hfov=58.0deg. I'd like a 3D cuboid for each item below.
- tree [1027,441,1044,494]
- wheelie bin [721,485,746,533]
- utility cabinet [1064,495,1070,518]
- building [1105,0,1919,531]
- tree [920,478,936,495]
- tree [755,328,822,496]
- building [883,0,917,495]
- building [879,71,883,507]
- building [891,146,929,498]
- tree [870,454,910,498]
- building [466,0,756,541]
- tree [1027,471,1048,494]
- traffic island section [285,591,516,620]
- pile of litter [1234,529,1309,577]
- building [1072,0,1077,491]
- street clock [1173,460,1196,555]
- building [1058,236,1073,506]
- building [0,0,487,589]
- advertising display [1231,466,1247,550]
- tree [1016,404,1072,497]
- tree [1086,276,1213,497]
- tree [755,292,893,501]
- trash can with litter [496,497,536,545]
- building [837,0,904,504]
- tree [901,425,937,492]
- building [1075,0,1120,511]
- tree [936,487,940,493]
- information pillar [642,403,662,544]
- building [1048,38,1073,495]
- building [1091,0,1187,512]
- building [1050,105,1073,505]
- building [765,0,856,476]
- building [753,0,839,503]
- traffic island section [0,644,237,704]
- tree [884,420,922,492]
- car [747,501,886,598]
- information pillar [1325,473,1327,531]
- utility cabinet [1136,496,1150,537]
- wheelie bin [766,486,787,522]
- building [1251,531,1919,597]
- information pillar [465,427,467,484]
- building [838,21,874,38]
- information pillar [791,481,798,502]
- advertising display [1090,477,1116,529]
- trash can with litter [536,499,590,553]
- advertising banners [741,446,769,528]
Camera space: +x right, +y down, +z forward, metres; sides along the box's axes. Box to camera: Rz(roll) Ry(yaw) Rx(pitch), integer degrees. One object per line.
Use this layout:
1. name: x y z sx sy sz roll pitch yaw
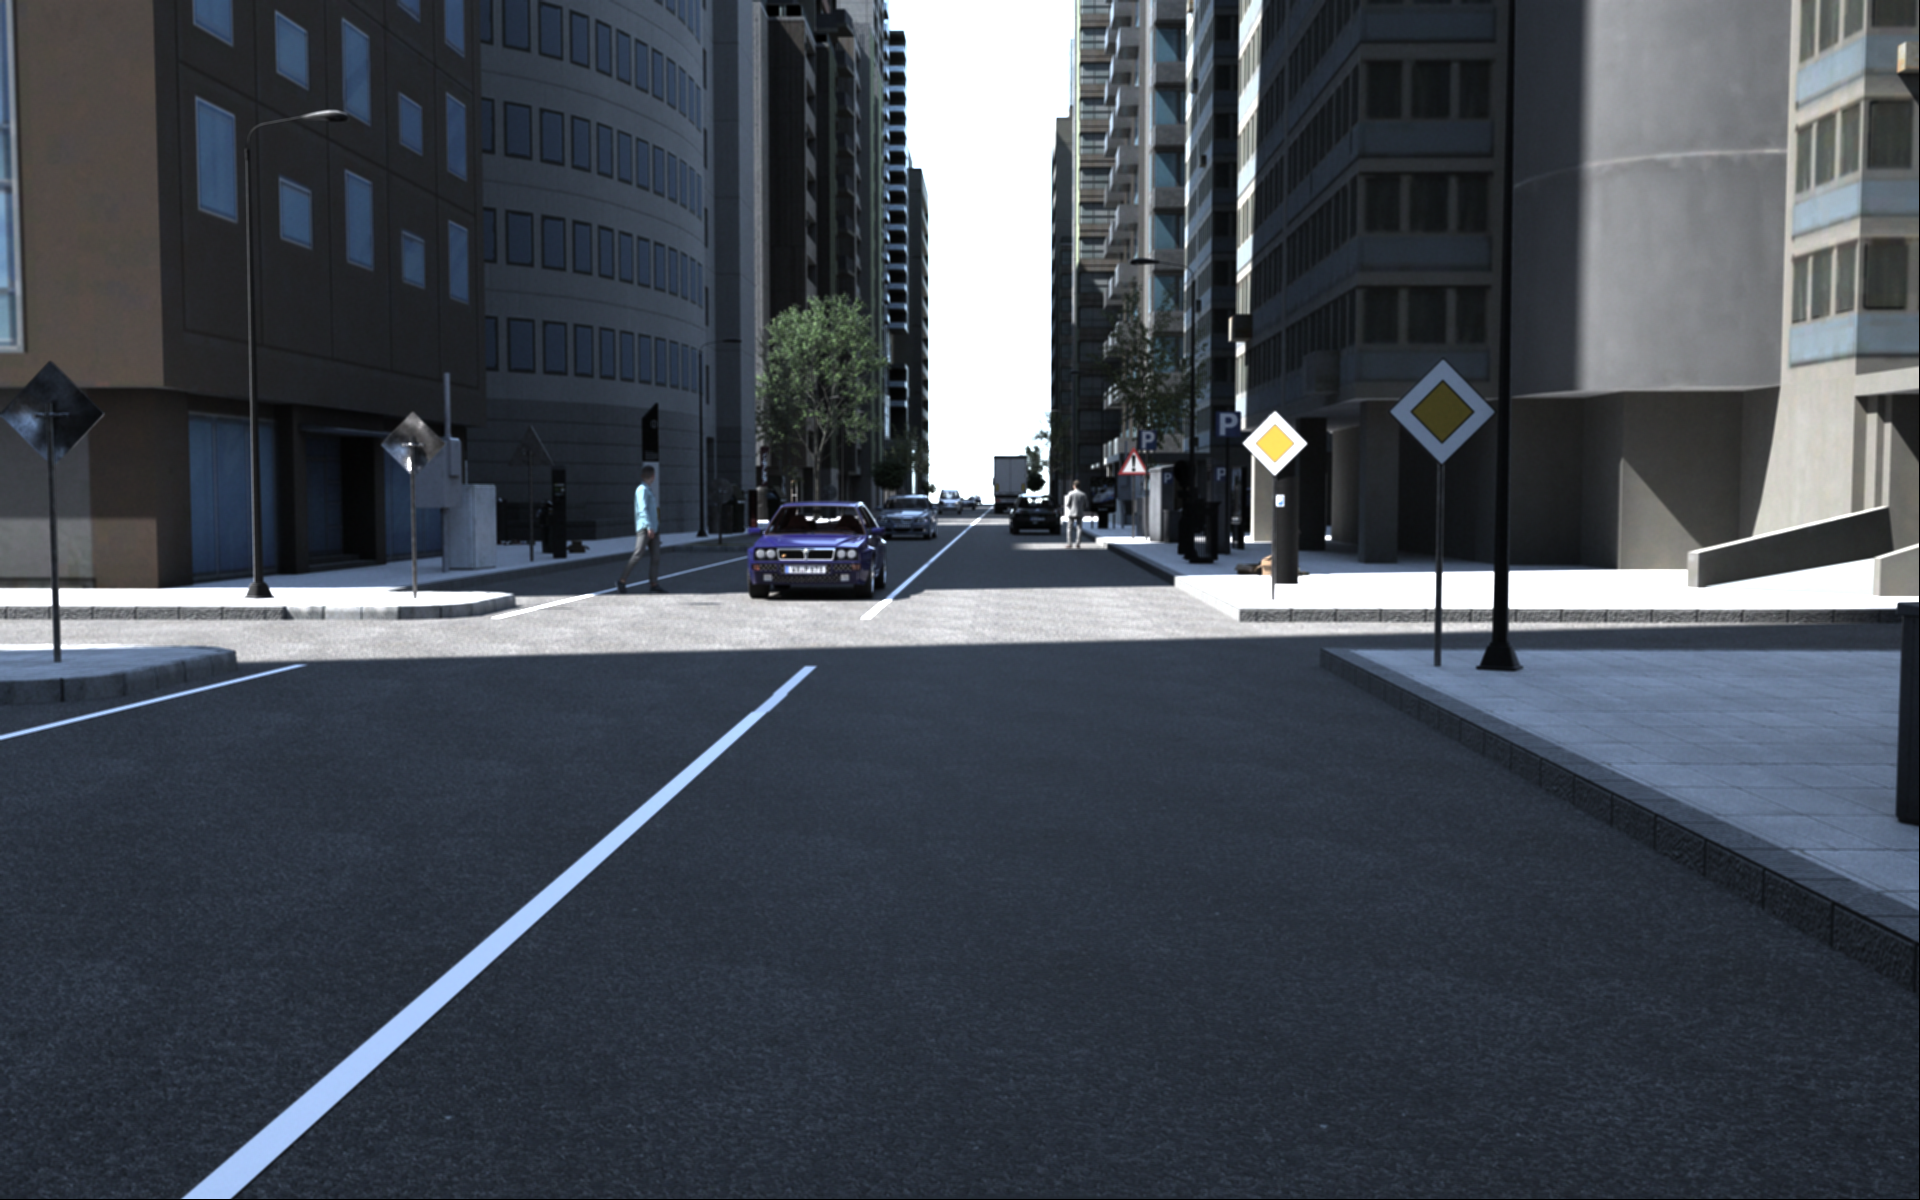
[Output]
1. tree: 10.401 -18.256 248.840 4.737 8.622 4.395 0 3 0
2. wheelie bin: -7.507 -3.005 57.039 0.693 1.594 0.980 1 4 21
3. utility cabinet: 5.966 -5.042 93.603 0.306 1.237 1.020 2 4 27
4. building: 22.931 -23.529 76.583 32.217 40.220 23.993 0 4 2
5. tree: -4.173 -12.904 205.583 1.663 3.219 1.824 0 3 0
6. tree: -7.889 -7.681 75.950 4.360 8.622 3.978 0 3 0
7. building: -16.365 -55.308 216.962 22.319 86.520 31.000 0 4 2
8. building: -14.677 -29.204 161.076 14.154 41.232 14.086 0 4 2
9. building: -15.470 -37.966 244.452 21.300 48.544 21.600 0 4 2
10. tree: -5.734 -9.668 141.780 4.285 4.588 4.351 0 3 0
11. building: -19.470 -31.541 57.700 21.231 58.520 28.212 0 4 2
12. tree: 10.232 -15.326 234.298 4.285 4.588 4.351 0 3 0
13. traffic island section: -6.689 0.066 21.196 2.009 0.180 2.903 0 4 2
14. pile of litter: 4.956 -0.830 27.531 1.176 0.858 1.719 1 4 10
15. building: 20.573 -37.461 154.479 21.231 58.520 28.212 0 4 2
16. street clock: 4.765 -1.971 36.798 0.358 2.002 0.471 -2 4 -35
17. building: 18.123 -25.907 195.272 14.160 30.474 14.107 0 4 2
18. building: -17.198 -23.166 28.879 14.600 45.320 14.200 0 4 2
19. advertising display: 6.481 -2.148 40.327 0.123 1.923 0.974 0 4 -6
20. tree: 9.290 -15.050 180.487 7.601 10.594 8.767 -2 4 -27
21. tree: 6.519 -6.675 59.501 4.737 8.622 4.395 0 3 0
22. tree: -7.292 -9.988 89.061 9.928 11.665 9.643 0 3 0
23. trash can with litter: -11.435 -2.007 43.877 2.233 1.210 1.678 1 4 20
24. building: -16.730 -46.081 191.673 20.563 71.187 20.611 0 4 2
25. tree: -4.323 -14.353 185.027 4.360 8.622 3.978 0 3 0
26. building: 15.946 -27.533 133.751 14.154 41.232 14.086 0 4 2
27. tree: -3.639 -14.976 239.462 1.663 3.219 1.824 0 3 0
28. information pillar: -7.894 -3.237 44.275 0.183 3.616 0.504 3 5 40
29. building: 23.713 -56.589 237.894 22.319 86.520 31.000 0 4 2
30. building: 20.822 -30.063 111.143 23.786 49.044 30.456 0 4 2
31. building: 22.041 -36.009 212.441 21.300 48.544 21.600 0 4 2
32. building: -19.220 -28.742 124.549 22.147 44.769 28.867 0 4 2
33. building: -14.979 -20.288 103.415 14.160 30.474 14.107 0 4 2
34. traffic island section: -6.907 0.555 13.214 2.009 0.180 2.903 0 4 2
35. tree: -5.791 -13.541 171.749 4.737 8.622 4.395 0 3 0
36. car: -2.019 -0.764 25.064 1.945 1.354 3.894 0 4 1
37. information pillar: 12.559 -3.406 60.180 0.304 2.012 0.304 0 4 1
38. utility cabinet: 5.568 -2.529 52.503 0.306 1.237 1.020 0 4 -4
39. wheelie bin: -7.467 -3.814 70.263 0.693 1.594 0.980 1 4 20
40. building: 18.831 -21.062 36.240 23.993 40.220 32.217 0 4 2
41. information pillar: -12.193 -3.109 42.185 0.183 3.616 0.504 1 4 21
42. building: -14.678 -28.292 146.167 14.154 41.232 14.086 0 4 2
43. information pillar: -9.216 -5.631 96.554 0.304 2.012 0.304 0 4 5
44. advertising display: 5.321 -3.616 64.331 0.974 1.923 0.123 1 4 22
45. trash can with litter: -8.672 -1.617 37.817 1.055 1.170 0.624 -2 4 -29
46. advertising banners: -7.570 -4.094 63.116 0.090 3.025 2.074 2 4 31
